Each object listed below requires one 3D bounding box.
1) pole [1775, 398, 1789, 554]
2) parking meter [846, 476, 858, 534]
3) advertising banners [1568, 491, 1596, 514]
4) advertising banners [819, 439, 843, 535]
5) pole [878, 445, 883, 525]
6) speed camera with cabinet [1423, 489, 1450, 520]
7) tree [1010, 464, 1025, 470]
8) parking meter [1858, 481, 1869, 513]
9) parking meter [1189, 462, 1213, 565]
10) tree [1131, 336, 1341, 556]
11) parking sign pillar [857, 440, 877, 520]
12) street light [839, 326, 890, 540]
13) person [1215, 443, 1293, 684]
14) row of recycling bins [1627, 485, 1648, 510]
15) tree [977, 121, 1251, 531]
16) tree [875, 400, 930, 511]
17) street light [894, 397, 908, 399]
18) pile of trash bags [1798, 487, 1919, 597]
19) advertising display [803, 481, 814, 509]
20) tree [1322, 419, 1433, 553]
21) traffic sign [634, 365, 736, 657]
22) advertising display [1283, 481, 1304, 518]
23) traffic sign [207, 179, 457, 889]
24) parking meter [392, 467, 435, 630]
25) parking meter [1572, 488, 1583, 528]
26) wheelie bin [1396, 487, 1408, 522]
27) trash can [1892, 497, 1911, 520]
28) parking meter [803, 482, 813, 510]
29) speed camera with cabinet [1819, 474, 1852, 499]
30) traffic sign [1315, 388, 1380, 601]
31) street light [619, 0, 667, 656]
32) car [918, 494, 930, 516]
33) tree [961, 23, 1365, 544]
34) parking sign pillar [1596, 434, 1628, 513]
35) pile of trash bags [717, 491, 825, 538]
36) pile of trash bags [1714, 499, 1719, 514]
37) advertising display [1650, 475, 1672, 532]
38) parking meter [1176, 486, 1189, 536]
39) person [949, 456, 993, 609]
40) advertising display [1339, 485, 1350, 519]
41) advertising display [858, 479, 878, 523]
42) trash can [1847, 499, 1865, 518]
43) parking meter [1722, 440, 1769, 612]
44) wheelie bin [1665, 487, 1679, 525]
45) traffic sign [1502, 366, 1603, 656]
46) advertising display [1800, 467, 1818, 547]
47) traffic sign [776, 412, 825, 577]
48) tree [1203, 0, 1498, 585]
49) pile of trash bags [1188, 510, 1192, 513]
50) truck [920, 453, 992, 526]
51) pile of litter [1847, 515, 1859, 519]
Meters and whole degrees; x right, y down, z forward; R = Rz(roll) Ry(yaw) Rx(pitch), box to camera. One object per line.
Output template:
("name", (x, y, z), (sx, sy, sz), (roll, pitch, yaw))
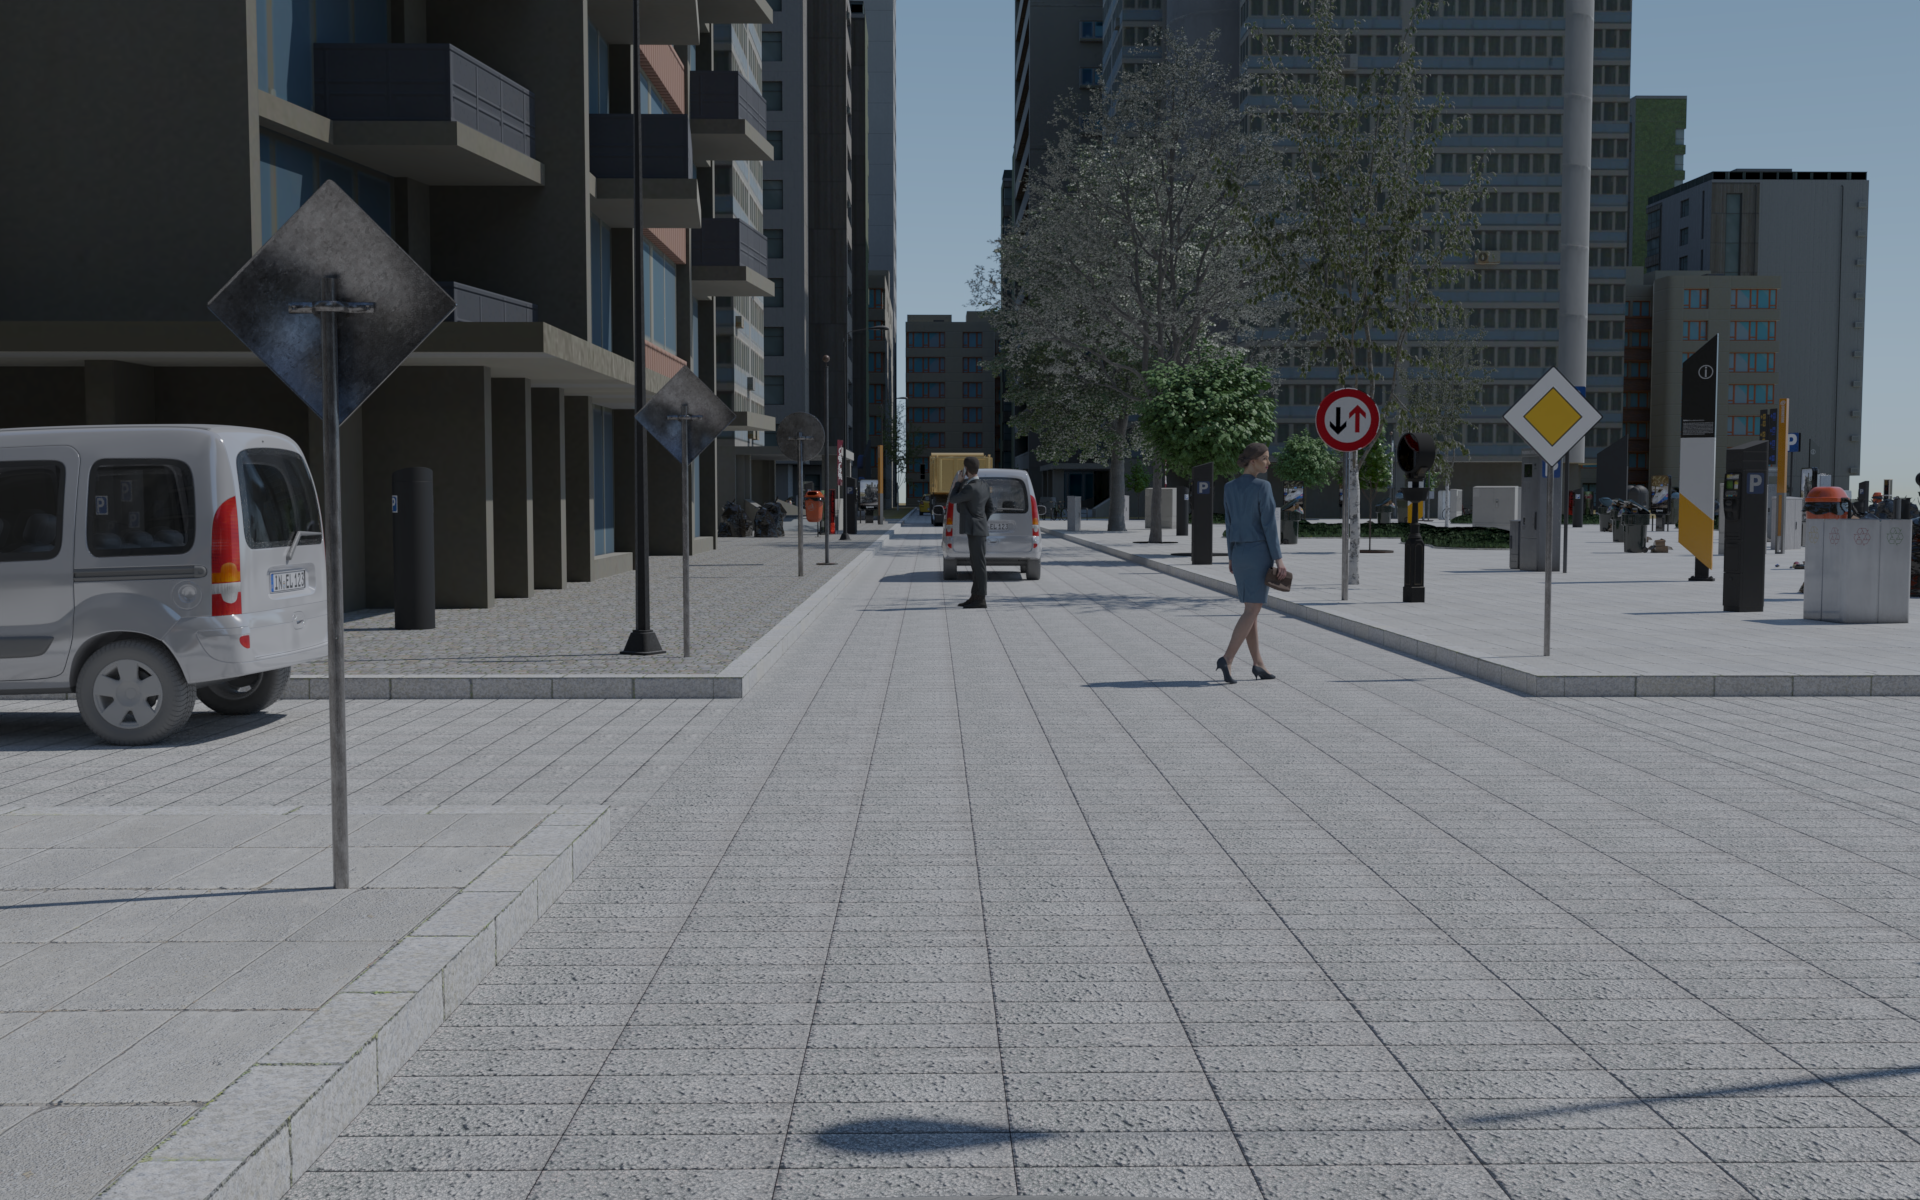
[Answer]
("pole", (17.576, -2.641, 37.031), (0.158, 3.312, 0.155), (0, 3, 0))
("parking meter", (-3.481, -3.042, 55.443), (0.399, 1.863, 0.255), (1, 4, 12))
("advertising banners", (27.271, -4.955, 77.203), (2.074, 3.025, 0.090), (1, 4, 9))
("advertising banners", (-4.072, -3.588, 54.844), (0.090, 3.025, 2.074), (1, 4, 18))
("pole", (-3.331, -4.808, 72.456), (0.158, 3.312, 0.155), (0, 3, 0))
("speed camera with cabinet", (23.787, -5.604, 85.959), (2.038, 3.252, 0.660), (0, 4, -4))
("tree", (3.634, -7.084, 110.431), (1.663, 3.219, 1.824), (0, 3, 0))
("parking meter", (39.482, -4.281, 75.701), (0.255, 1.863, 0.399), (-1, 4, -18))
("parking meter", (4.378, -1.573, 31.435), (0.399, 1.863, 0.255), (0, 4, -2))
("tree", (5.192, -3.215, 36.287), (4.285, 4.588, 4.351), (0, 3, 0))
("parking sign pillar", (-4.723, -5.937, 85.542), (1.447, 3.967, 1.447), (1, 4, 9))
("street light", (-2.654, -4.612, 47.949), (1.470, 5.913, 1.316), (0, 4, -1))
("person", (2.183, -0.286, 13.208), (0.654, 1.822, 0.581), (-1, 4, -22))
("row of recycling bins", (32.382, -4.695, 83.870), (1.069, 1.692, 3.534), (0, 4, 4))
("tree", (5.350, -9.371, 59.875), (9.857, 13.997, 8.962), (0, 3, 0))
("tree", (-4.651, -11.222, 133.846), (4.737, 8.622, 4.395), (0, 3, 0))
("street light", (-3.199, -6.744, 82.799), (1.470, 5.913, 1.316), (0, 4, -1))
("pile of trash bags", (11.631, -0.750, 22.021), (3.447, 1.369, 1.912), (-3, 5, -41))
("advertising display", (-7.673, -4.971, 86.494), (0.974, 1.923, 0.123), (3, 5, 40))
("tree", (9.048, -2.652, 37.966), (1.663, 3.219, 1.824), (0, 3, 0))
("traffic sign", (-2.147, -0.607, 13.567), (0.795, 2.450, 0.064), (0, 4, -1))
("advertising display", (15.936, -4.746, 82.817), (0.974, 1.923, 0.123), (0, 4, 0))
("traffic sign", (-2.015, -0.119, 5.583), (0.795, 2.450, 0.064), (0, 4, -1))
("parking meter", (-5.194, -0.493, 16.465), (0.372, 1.533, 0.369), (0, 3, 0))
("parking meter", (23.652, -3.540, 66.297), (0.372, 1.533, 0.369), (0, 3, 0))
("wheelie bin", (19.794, -4.234, 77.141), (0.693, 1.594, 0.980), (2, 4, 29))
("trash can", (39.424, -3.721, 72.493), (0.748, 1.137, 0.748), (0, 3, 0))
("parking meter", (-7.136, -4.628, 81.384), (0.399, 1.863, 0.255), (-2, 4, -27))
("speed camera with cabinet", (39.877, -5.194, 79.259), (0.660, 3.252, 2.038), (-1, 4, -12))
("traffic sign", (4.642, -1.267, 20.824), (0.768, 2.556, 0.104), (0, 4, 4))
("street light", (-2.006, -2.520, 13.743), (1.470, 5.913, 1.316), (0, 4, -1))
("car", (-1.861, -6.489, 116.313), (2.015, 1.641, 3.980), (0, 4, 0))
("tree", (5.226, -8.217, 44.720), (12.009, 13.543, 11.850), (0, 3, 0))
("parking sign pillar", (29.410, -5.483, 78.120), (1.447, 3.967, 1.447), (2, 4, 27))
("pile of trash bags", (-5.616, -2.563, 51.651), (3.447, 1.369, 1.912), (1, 4, 20))
("pile of trash bags", (35.621, -4.417, 81.968), (3.447, 1.369, 1.912), (-3, 5, -43))
("advertising display", (24.023, -3.313, 59.373), (0.123, 1.923, 0.974), (-1, 4, -13))
("parking meter", (6.827, -2.738, 53.175), (0.372, 1.533, 0.369), (0, 3, 0))
("person", (0.132, -0.850, 21.758), (0.474, 1.900, 0.648), (1, 4, 14))
("advertising display", (19.887, -5.111, 88.778), (0.974, 1.923, 0.123), (3, 5, 41))
("advertising display", (-3.966, -4.309, 75.663), (0.974, 1.923, 0.123), (-2, 4, -28))
("trash can", (27.152, -2.513, 52.747), (0.748, 1.137, 0.748), (0, 3, 0))
("parking meter", (8.544, -0.804, 18.860), (0.399, 1.863, 0.255), (-1, 4, -17))
("wheelie bin", (30.065, -3.985, 73.066), (0.693, 1.594, 0.980), (-2, 4, -27))
("traffic sign", (4.646, -0.613, 13.660), (0.795, 2.450, 0.064), (0, 4, -1))
("advertising display", (20.616, -2.256, 42.099), (0.123, 1.923, 0.974), (1, 4, 11))
("traffic sign", (-2.481, -1.638, 26.892), (0.768, 2.556, 0.104), (0, 4, 7))
("tree", (5.514, -4.510, 24.097), (4.360, 8.622, 3.978), (0, 3, 0))
("pile of trash bags", (11.695, -4.756, 87.511), (1.912, 1.369, 3.447), (1, 4, 20))
("truck", (-0.064, -5.165, 80.365), (3.469, 3.379, 9.791), (0, 4, -2))
("pile of litter", (17.733, -1.233, 34.123), (1.719, 0.858, 1.176), (1, 4, 18))
